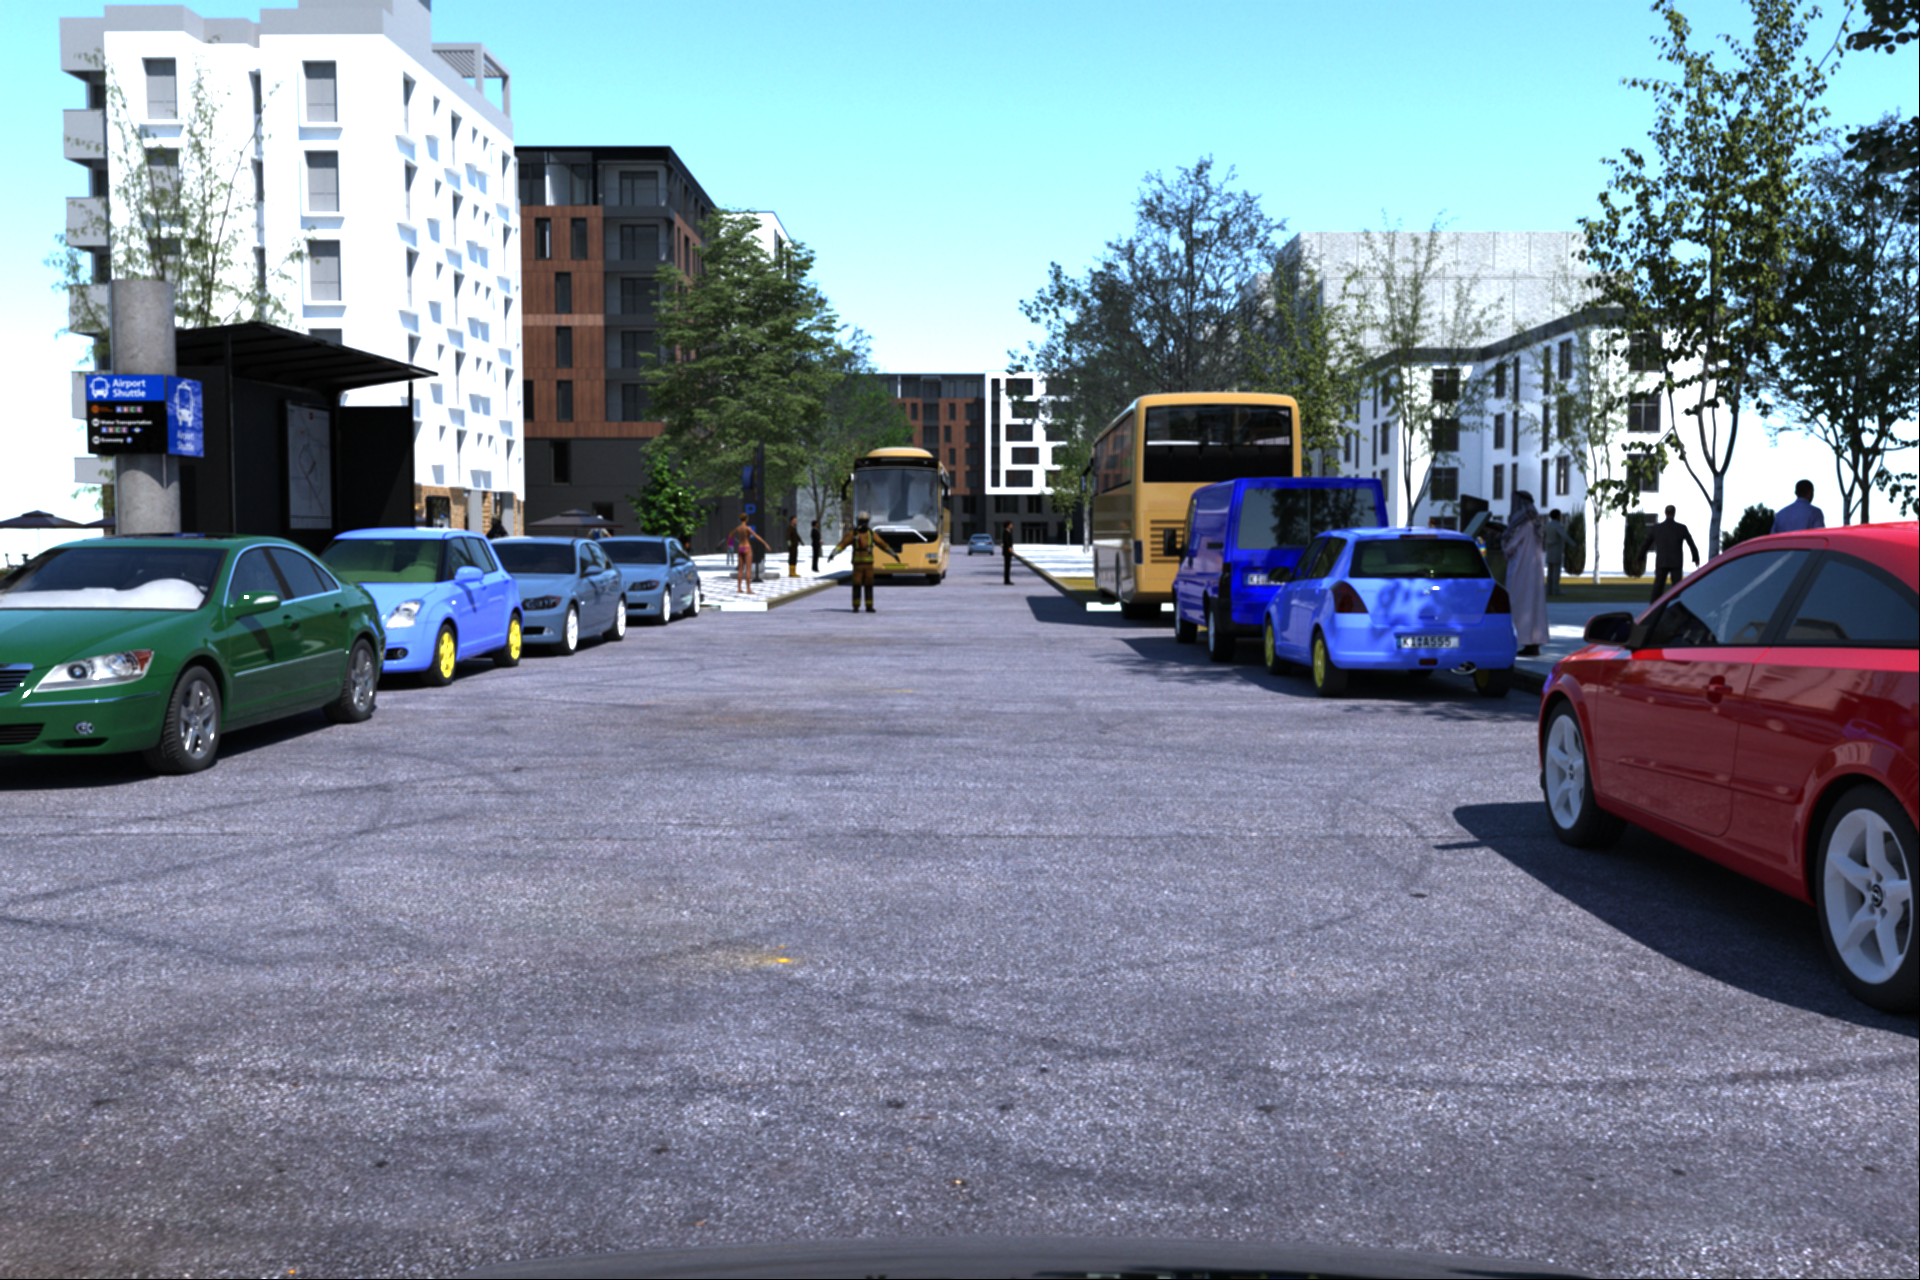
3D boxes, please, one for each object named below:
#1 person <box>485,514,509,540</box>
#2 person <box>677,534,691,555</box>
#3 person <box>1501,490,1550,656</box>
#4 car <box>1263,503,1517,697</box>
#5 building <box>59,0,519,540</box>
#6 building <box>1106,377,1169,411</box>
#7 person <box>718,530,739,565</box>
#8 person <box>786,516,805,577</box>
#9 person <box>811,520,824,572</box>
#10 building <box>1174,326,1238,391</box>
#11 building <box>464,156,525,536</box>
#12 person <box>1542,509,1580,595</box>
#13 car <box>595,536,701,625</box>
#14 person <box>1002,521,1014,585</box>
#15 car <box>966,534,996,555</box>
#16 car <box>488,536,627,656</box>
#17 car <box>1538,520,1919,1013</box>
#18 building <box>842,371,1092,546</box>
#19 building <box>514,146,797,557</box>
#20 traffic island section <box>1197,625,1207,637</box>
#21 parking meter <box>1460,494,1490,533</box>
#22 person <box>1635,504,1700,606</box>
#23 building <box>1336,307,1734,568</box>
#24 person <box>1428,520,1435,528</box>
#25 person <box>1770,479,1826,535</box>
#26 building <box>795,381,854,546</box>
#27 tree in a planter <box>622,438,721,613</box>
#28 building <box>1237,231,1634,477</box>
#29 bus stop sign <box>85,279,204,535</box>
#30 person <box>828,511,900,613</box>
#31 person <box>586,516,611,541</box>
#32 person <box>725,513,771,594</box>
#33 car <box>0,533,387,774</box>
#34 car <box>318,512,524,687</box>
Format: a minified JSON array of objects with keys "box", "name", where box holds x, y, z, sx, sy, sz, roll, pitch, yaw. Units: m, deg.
[{"box":[-13.350,-2.692,49.792,1.354,1.856,0.705,3,4,36],"name":"person"},{"box":[-7.562,-2.520,47.421,0.704,1.802,1.346,-2,4,-24],"name":"person"},{"box":[5.917,-0.707,18.276,0.621,1.740,0.551,1,4,22],"name":"person"},{"box":[3.980,-0.425,16.539,1.945,1.707,3.694,0,4,0],"name":"car"},{"box":[-23.170,-12.298,57.485,16.016,20.090,11.380,0,4,1],"name":"building"},{"box":[25.925,-20.600,203.268,16.747,18.905,31.486,0,4,1],"name":"building"},{"box":[-9.543,-3.832,71.927,0.991,1.433,0.599,0,4,-8],"name":"person"},{"box":[-4.934,-2.776,51.518,0.704,1.812,1.346,1,4,13],"name":"person"},{"box":[-4.801,-3.163,58.442,0.721,1.740,1.216,-1,4,-18],"name":"person"},{"box":[28.724,-17.589,154.043,16.747,18.905,31.486,0,4,1],"name":"building"},{"box":[-26.988,-13.296,73.810,16.016,20.090,11.380,0,4,1],"name":"building"},{"box":[12.556,-1.854,36.494,0.705,1.806,1.347,-1,4,-16],"name":"person"},{"box":[-5.429,-1.021,28.701,2.014,1.417,4.499,0,4,1],"name":"car"},{"box":[1.379,-2.466,48.960,0.705,1.806,1.347,0,4,2],"name":"person"},{"box":[1.423,-6.450,117.464,2.014,1.417,4.499,0,4,1],"name":"car"},{"box":[-5.408,-0.608,21.941,2.014,1.417,4.499,0,4,1],"name":"car"},{"box":[3.643,0.146,6.654,2.155,1.783,4.494,0,4,1],"name":"car"},{"box":[0.848,-23.410,229.182,32.646,21.610,27.936,0,4,-1],"name":"building"},{"box":[-25.710,-16.139,107.841,27.936,21.610,32.646,0,4,0],"name":"building"},{"box":[4.149,-0.125,24.903,1.991,0.108,1.994,0,4,1],"name":"traffic island section"},{"box":[7.600,-1.216,25.585,0.399,1.863,0.255,0,4,1],"name":"parking meter"},{"box":[11.416,-1.304,27.916,0.990,1.755,0.434,2,4,35],"name":"person"},{"box":[24.278,-8.327,78.295,9.099,9.664,28.070,0,4,1],"name":"building"},{"box":[16.683,-3.372,61.400,0.705,1.796,1.348,3,4,36],"name":"person"},{"box":[8.705,-0.726,17.781,0.599,1.838,0.709,-2,4,-32],"name":"person"},{"box":[-21.908,-22.316,195.799,19.493,23.208,18.063,0,4,0],"name":"building"},{"box":[-5.527,-2.143,32.268,1.991,3.239,1.994,0,4,1],"name":"tree in a planter"},{"box":[28.279,-14.884,109.804,16.747,18.905,31.486,0,4,1],"name":"building"},{"box":[-8.560,-1.788,18.243,0.837,3.901,0.837,0,4,1],"name":"bus stop sign"},{"box":[-1.768,-1.430,31.613,1.354,1.858,0.705,-1,4,-16],"name":"person"},{"box":[-10.988,-2.879,52.920,1.347,1.847,0.705,2,4,30],"name":"person"},{"box":[-4.612,-1.876,37.470,1.217,1.733,0.721,2,4,30],"name":"person"},{"box":[-5.459,-0.003,11.843,2.131,1.459,4.920,0,4,0],"name":"car"},{"box":[-5.634,-0.477,17.391,1.945,1.707,3.694,0,4,1],"name":"car"}]
